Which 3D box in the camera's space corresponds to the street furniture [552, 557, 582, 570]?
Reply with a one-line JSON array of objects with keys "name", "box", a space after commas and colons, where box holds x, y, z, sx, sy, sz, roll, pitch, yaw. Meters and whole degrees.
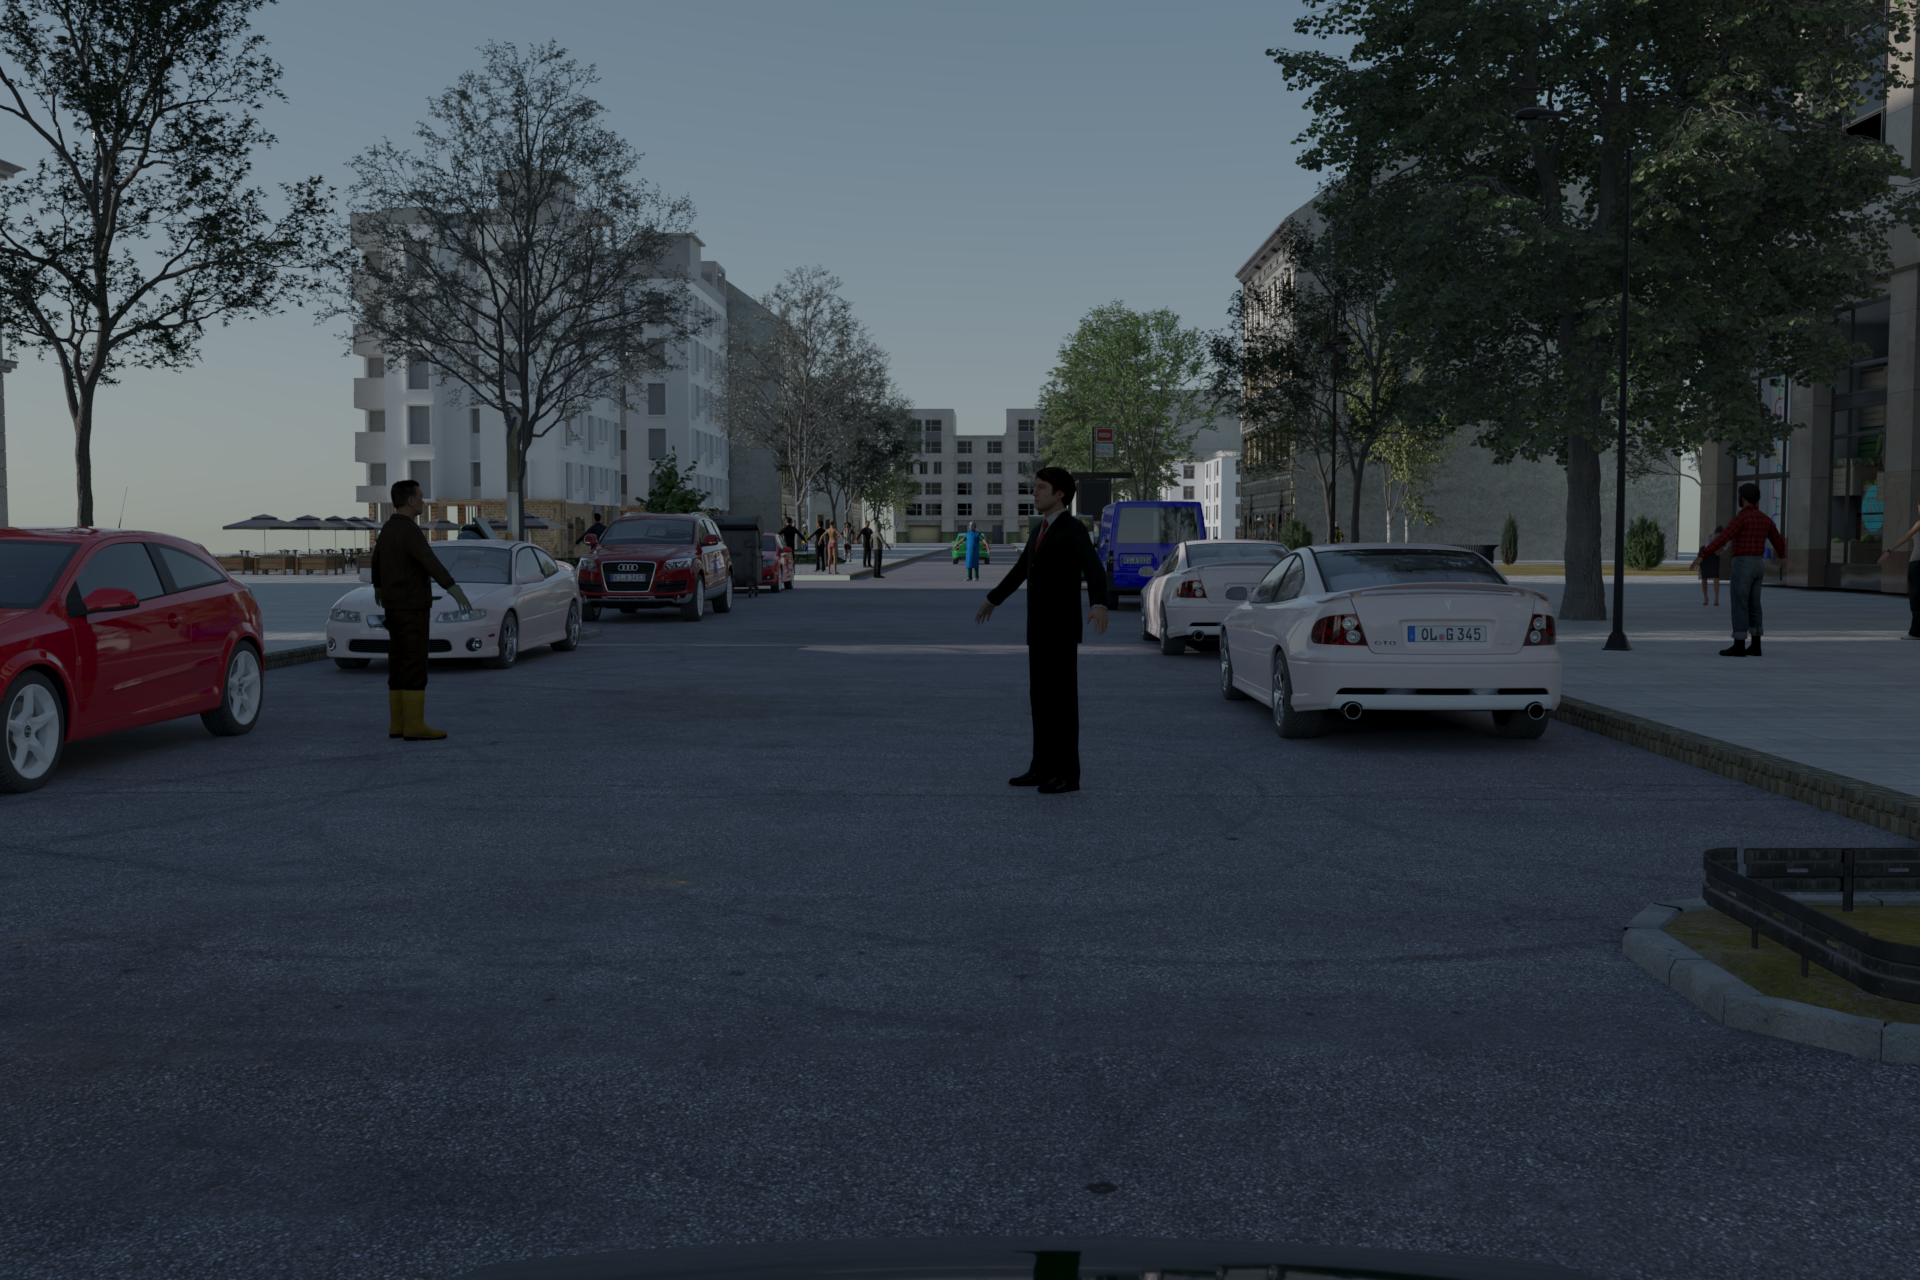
[{"name": "street furniture", "box": [-11.792, -2.793, 61.295, 10.072, 0.657, 5.734, -2, 4, -26]}]

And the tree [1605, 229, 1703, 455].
[{"name": "tree", "box": [23.852, -7.850, 54.101, 9.928, 11.665, 9.643, 0, 3, 0]}]

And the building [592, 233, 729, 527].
[{"name": "building", "box": [-21.722, -15.524, 110.244, 16.016, 20.090, 11.380, 0, 4, 1]}]

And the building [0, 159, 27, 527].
[{"name": "building", "box": [-31.103, -15.053, 33.508, 14.401, 28.519, 23.554, 0, 4, 1]}]

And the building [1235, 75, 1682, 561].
[{"name": "building", "box": [25.509, -15.960, 91.872, 19.493, 23.208, 18.063, 0, 4, 1]}]

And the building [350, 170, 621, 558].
[{"name": "building", "box": [-25.768, -14.377, 91.488, 16.016, 20.090, 11.380, 0, 4, 2]}]

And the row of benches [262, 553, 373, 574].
[{"name": "row of benches", "box": [-20.654, -2.498, 56.308, 4.104, 0.672, 1.422, -1, 4, -17]}]

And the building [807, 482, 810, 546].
[{"name": "building", "box": [-20.089, -14.574, 180.434, 9.099, 9.664, 28.070, 0, 4, 1]}]

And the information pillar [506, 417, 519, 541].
[{"name": "information pillar", "box": [-8.867, -2.631, 34.373, 0.183, 3.616, 0.504, 0, 4, 2]}]

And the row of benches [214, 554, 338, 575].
[{"name": "row of benches", "box": [-21.428, -2.382, 54.407, 4.104, 0.672, 1.422, 1, 4, 12]}]

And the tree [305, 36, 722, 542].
[{"name": "tree", "box": [-10.920, -8.103, 42.851, 12.009, 13.543, 11.850, 0, 3, 0]}]

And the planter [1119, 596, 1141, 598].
[{"name": "planter", "box": [4.045, -1.136, 39.715, 1.991, 0.319, 1.994, 0, 4, 1]}]

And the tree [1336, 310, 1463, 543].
[{"name": "tree", "box": [13.909, -6.409, 55.147, 4.737, 8.622, 4.395, 0, 3, 0]}]

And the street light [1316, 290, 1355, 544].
[{"name": "street light", "box": [7.125, -3.682, 32.996, 0.468, 5.910, 1.993, 0, 4, 2]}]

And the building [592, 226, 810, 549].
[{"name": "building", "box": [-22.037, -18.485, 133.161, 19.493, 23.208, 18.063, 0, 4, 1]}]

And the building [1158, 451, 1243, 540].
[{"name": "building", "box": [27.200, -15.045, 188.132, 9.099, 9.664, 28.070, 0, 4, 1]}]

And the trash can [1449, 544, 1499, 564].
[{"name": "trash can", "box": [6.932, -0.727, 23.547, 0.748, 1.137, 0.748, 0, 3, 0]}]

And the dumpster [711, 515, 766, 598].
[{"name": "dumpster", "box": [-5.389, -1.892, 39.152, 1.865, 1.857, 1.264, 0, 4, 1]}]

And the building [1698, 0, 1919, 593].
[{"name": "building", "box": [29.599, -15.887, 25.981, 22.709, 31.103, 35.509, 0, 4, 1]}]

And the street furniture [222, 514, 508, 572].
[{"name": "street furniture", "box": [-26.797, -4.095, 71.988, 14.083, 1.986, 27.439, 0, 4, 8]}]

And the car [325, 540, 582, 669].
[{"name": "car", "box": [-5.670, -0.462, 19.912, 2.083, 1.381, 4.827, 0, 4, 1]}]

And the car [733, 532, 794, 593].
[{"name": "car", "box": [-5.251, -2.115, 43.619, 2.155, 1.783, 4.494, 0, 4, 1]}]

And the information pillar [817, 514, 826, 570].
[{"name": "information pillar", "box": [-5.006, -3.545, 62.451, 0.304, 2.012, 0.304, 0, 4, 1]}]

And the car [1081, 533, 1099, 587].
[{"name": "car", "box": [3.794, -2.276, 46.008, 1.959, 1.807, 4.718, 0, 4, 1]}]

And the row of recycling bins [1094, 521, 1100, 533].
[{"name": "row of recycling bins", "box": [4.395, -2.936, 55.118, 1.069, 1.692, 3.534, 0, 4, 0]}]

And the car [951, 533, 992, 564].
[{"name": "car", "box": [0.543, -4.561, 83.364, 1.959, 1.807, 4.718, 0, 4, 1]}]

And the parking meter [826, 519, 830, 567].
[{"name": "parking meter", "box": [-5.285, -3.791, 67.700, 0.399, 1.863, 0.255, 0, 4, 2]}]

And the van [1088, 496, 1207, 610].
[{"name": "van", "box": [3.700, -1.828, 34.279, 2.240, 2.365, 5.245, 0, 4, 1]}]

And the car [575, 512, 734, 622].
[{"name": "car", "box": [-5.223, -1.309, 30.075, 2.281, 1.827, 5.304, 0, 4, 1]}]

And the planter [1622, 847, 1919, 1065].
[{"name": "planter", "box": [3.239, 0.957, 5.487, 1.991, 0.319, 1.994, 0, 4, 2]}]

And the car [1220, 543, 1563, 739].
[{"name": "car", "box": [3.180, -0.070, 13.510, 2.083, 1.381, 4.827, 0, 4, 1]}]

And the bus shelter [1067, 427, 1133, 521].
[{"name": "bus shelter", "box": [4.751, -5.206, 62.751, 2.179, 5.291, 8.768, 0, 4, -1]}]

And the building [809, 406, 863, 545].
[{"name": "building", "box": [-22.249, -23.648, 217.571, 19.493, 23.208, 18.063, 0, 4, 1]}]

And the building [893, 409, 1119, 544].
[{"name": "building", "box": [6.617, -23.325, 250.282, 31.486, 18.905, 16.747, 0, 4, 1]}]

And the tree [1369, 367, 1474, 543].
[{"name": "tree", "box": [18.728, -7.494, 72.888, 4.360, 8.622, 3.978, 0, 3, 0]}]

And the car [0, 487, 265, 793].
[{"name": "car", "box": [-6.007, -0.115, 10.917, 2.155, 1.783, 4.494, 0, 4, 1]}]

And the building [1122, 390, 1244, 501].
[{"name": "building", "box": [30.194, -21.669, 220.741, 16.747, 18.905, 31.486, 0, 4, 1]}]

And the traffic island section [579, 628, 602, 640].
[{"name": "traffic island section", "box": [-6.039, -0.063, 23.891, 1.991, 0.108, 1.994, 0, 4, 1]}]

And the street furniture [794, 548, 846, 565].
[{"name": "street furniture", "box": [-9.879, -3.499, 72.834, 10.072, 0.657, 5.734, -2, 4, -25]}]

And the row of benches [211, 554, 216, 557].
[{"name": "row of benches", "box": [-26.287, -2.522, 56.703, 4.104, 0.672, 1.422, 1, 4, 10]}]

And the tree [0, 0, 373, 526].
[{"name": "tree", "box": [-11.541, -5.364, 22.107, 8.767, 10.594, 7.601, 1, 4, 13]}]

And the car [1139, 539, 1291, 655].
[{"name": "car", "box": [3.340, -0.579, 21.831, 2.083, 1.381, 4.827, 0, 4, 1]}]

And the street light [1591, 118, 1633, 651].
[{"name": "street light", "box": [7.822, -2.841, 18.984, 1.470, 5.913, 1.316, 0, 4, 1]}]
